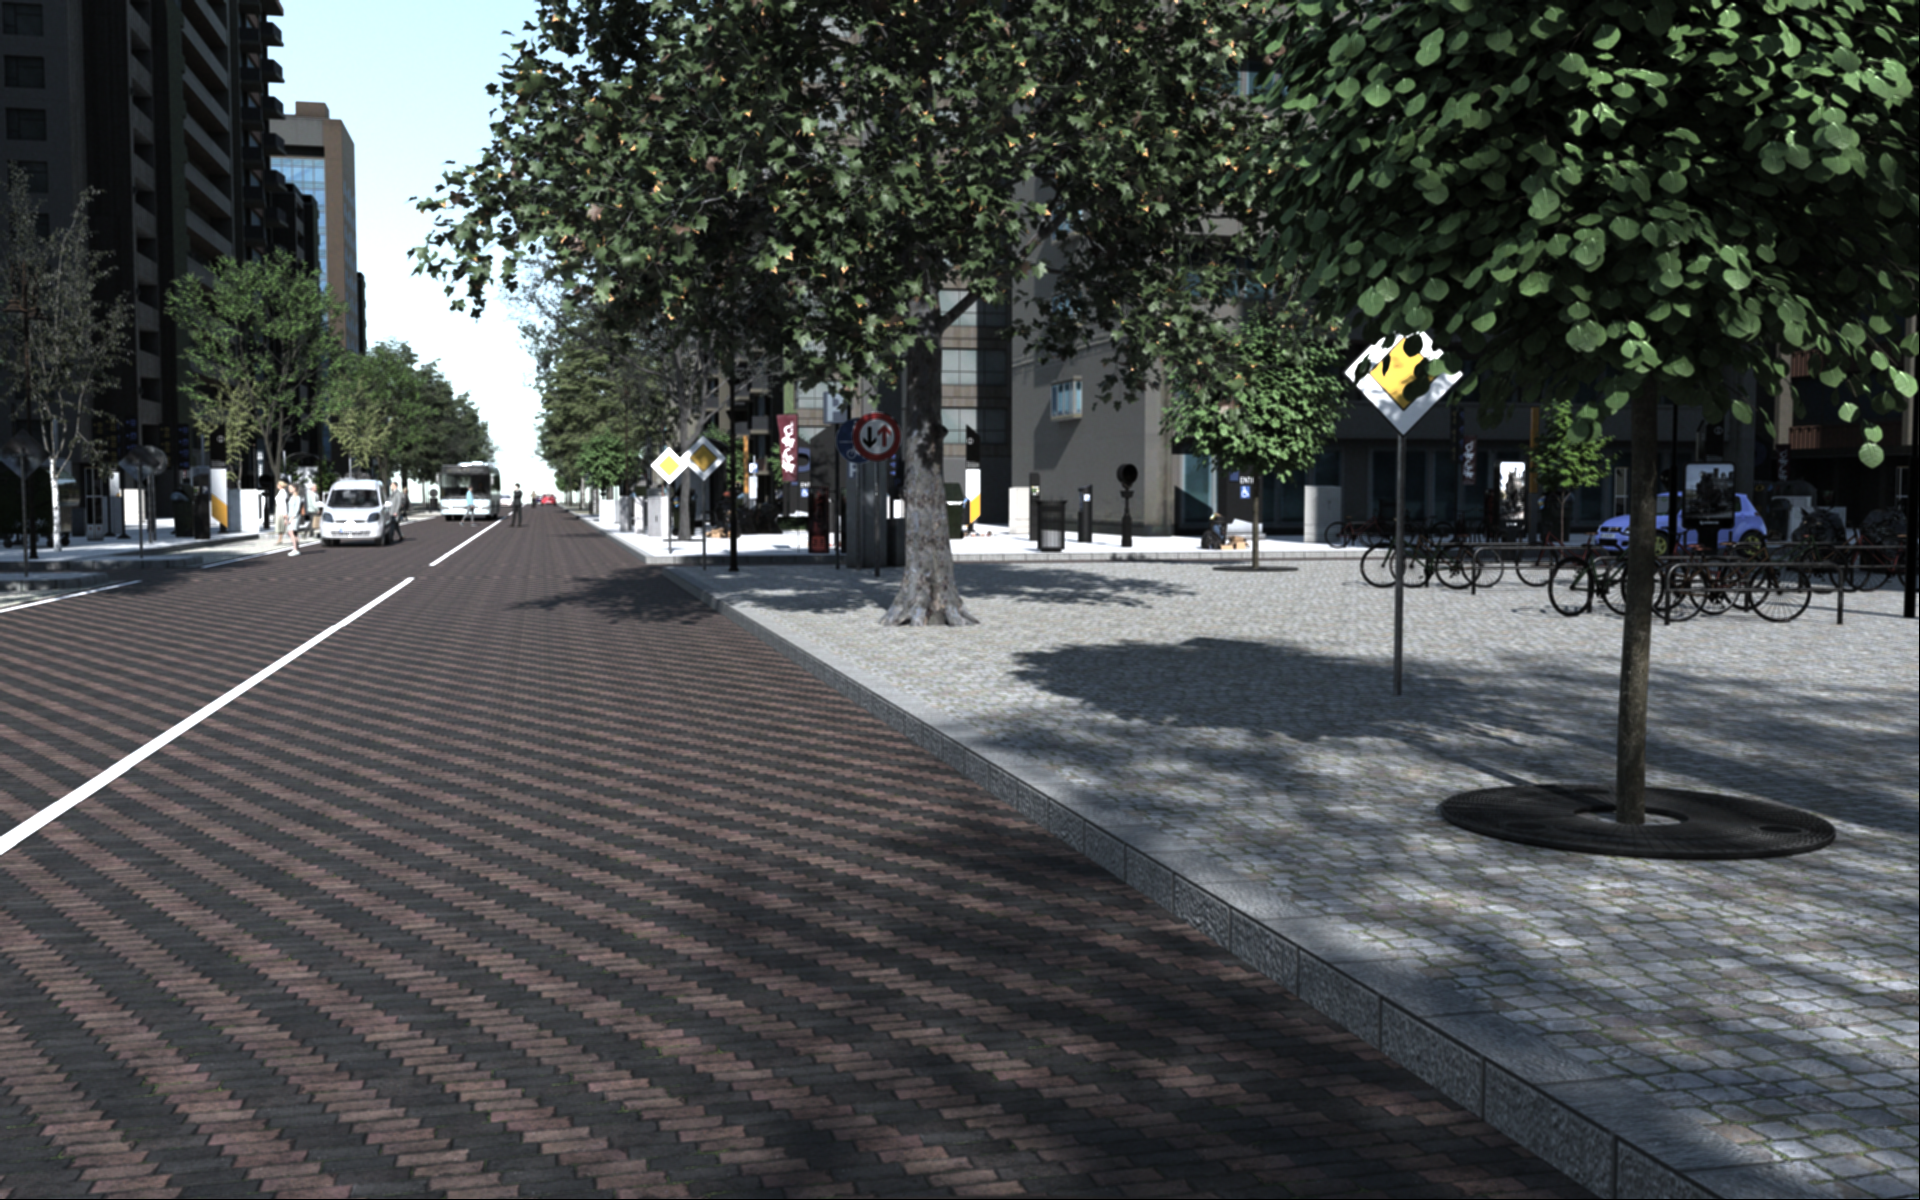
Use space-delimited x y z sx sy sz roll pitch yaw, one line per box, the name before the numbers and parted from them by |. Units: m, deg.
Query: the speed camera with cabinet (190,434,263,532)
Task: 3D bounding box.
speed camera with cabinet | -24.602 -3.890 57.932 2.038 3.252 0.660 -2 4 -35

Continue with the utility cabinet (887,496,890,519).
utility cabinet | -2.845 -2.893 58.470 1.020 1.237 0.306 -3 5 -40

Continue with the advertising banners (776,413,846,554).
advertising banners | -3.034 -2.524 37.460 2.074 3.025 0.090 1 4 21

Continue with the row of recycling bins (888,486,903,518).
row of recycling bins | -2.980 -5.194 92.039 1.069 1.692 3.534 1 4 19

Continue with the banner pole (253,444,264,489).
banner pole | -34.996 -5.894 86.388 0.863 3.779 0.401 2 4 26

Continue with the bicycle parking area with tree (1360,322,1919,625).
bicycle parking area with tree | 9.545 -2.049 20.506 9.016 4.147 8.231 1 4 9

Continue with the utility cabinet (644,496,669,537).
utility cabinet | -8.991 -2.474 51.603 0.306 1.237 1.020 -2 4 -33

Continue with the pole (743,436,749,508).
pole | -7.471 -4.081 60.574 0.158 3.312 0.155 0 3 0

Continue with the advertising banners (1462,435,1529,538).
advertising banners | 15.621 -3.332 50.673 2.074 3.025 0.090 2 4 31

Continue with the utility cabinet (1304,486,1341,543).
utility cabinet | 9.548 -2.255 45.541 1.173 1.500 0.318 -3 5 -40

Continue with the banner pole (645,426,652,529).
banner pole | -11.438 -4.506 63.693 0.401 3.779 0.863 -2 4 -25

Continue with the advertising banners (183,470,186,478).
advertising banners | -29.125 -4.201 64.877 0.090 3.025 2.074 -2 4 -29

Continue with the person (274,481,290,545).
person | -18.789 -2.413 48.186 0.641 1.798 0.478 0 3 0

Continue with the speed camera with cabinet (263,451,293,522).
speed camera with cabinet | -31.310 -5.141 78.395 2.038 3.252 0.660 -1 4 -11

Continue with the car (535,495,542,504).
car | -62.471 -15.031 258.331 1.945 1.354 3.894 -1 4 -15

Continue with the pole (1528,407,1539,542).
pole | 13.475 -2.865 40.687 0.158 3.312 0.155 0 3 0

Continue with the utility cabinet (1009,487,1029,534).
utility cabinet | 2.000 -2.840 55.109 0.318 1.500 1.173 3 4 36

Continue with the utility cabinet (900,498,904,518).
utility cabinet | -1.741 -3.576 67.143 1.173 1.500 0.318 -2 4 -30

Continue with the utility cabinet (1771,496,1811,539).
utility cabinet | 23.669 -2.336 49.357 0.306 1.237 1.020 -3 4 -36

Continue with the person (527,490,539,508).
person | -43.529 -10.292 176.779 1.348 1.823 0.705 1 4 17

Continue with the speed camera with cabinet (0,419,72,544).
speed camera with cabinet | -23.966 -3.064 44.432 2.038 3.252 0.660 -1 4 -9

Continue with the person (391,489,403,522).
person | -28.773 -4.860 88.301 0.623 1.781 0.721 2 4 24

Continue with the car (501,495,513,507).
car | -51.441 -11.201 195.494 2.083 1.381 4.827 -1 4 -13

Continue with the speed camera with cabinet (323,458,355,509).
speed camera with cabinet | -34.562 -6.244 96.427 2.038 3.252 0.660 2 4 28

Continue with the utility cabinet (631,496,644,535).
utility cabinet | -10.230 -2.701 55.324 0.306 1.237 1.020 0 4 -6

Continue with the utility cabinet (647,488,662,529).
utility cabinet | -10.919 -3.249 61.800 0.318 1.500 1.173 -1 4 -22

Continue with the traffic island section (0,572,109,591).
traffic island section | -14.505 -0.280 26.865 2.009 0.180 2.903 -1 4 -14

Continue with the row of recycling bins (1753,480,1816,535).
row of recycling bins | 25.595 -2.854 53.779 1.069 1.692 3.534 0 4 7

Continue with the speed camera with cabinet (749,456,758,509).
speed camera with cabinet | -10.908 -5.818 89.464 0.660 3.252 2.038 -1 4 -15

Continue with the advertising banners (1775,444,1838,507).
advertising banners | 29.252 -3.897 59.906 2.074 3.025 0.090 3 5 41

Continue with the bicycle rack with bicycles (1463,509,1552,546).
bicycle rack with bicycles | 13.386 -1.784 42.551 2.852 0.926 2.925 1 4 14

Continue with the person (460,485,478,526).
person | -22.175 -4.270 78.178 0.748 1.841 0.638 0 4 0

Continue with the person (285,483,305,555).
person | -15.648 -1.909 40.718 0.512 1.701 0.522 3 5 44

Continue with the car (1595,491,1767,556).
car | 16.141 -1.792 38.888 3.694 1.707 1.945 -1 4 -14

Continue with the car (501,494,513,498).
car | -54.655 -12.109 207.764 2.009 1.686 4.222 -1 4 -14

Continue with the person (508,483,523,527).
person | -19.426 -4.154 75.778 0.648 1.900 0.474 3 4 38

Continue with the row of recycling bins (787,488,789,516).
row of recycling bins | -6.214 -4.315 77.667 3.534 1.692 1.069 2 4 25

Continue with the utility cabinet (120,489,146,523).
utility cabinet | -36.684 -4.160 76.698 1.173 1.500 0.318 1 4 14

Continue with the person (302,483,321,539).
person | -20.437 -2.794 54.667 0.515 1.767 0.782 -3 5 -40

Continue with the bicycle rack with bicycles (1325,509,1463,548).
bicycle rack with bicycles | 10.397 -1.726 41.607 2.925 0.926 2.852 1 4 20

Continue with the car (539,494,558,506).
car | -49.722 -12.244 209.227 2.155 1.783 4.494 -1 4 -14

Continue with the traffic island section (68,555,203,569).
traffic island section | -16.385 -0.755 34.627 2.009 0.180 2.903 -1 4 -14

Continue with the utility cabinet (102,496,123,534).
utility cabinet | -27.186 -2.717 55.581 0.306 1.237 1.020 -3 5 -43

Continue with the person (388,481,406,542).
person | -17.122 -2.677 52.370 0.767 1.812 0.694 -3 4 -36

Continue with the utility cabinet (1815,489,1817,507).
utility cabinet | 31.102 -3.339 63.271 0.318 1.500 1.173 2 4 30

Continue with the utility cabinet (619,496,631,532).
utility cabinet | -11.516 -2.971 59.739 0.306 1.237 1.020 0 4 -4

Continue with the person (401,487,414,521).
person | -28.951 -5.005 90.513 0.728 1.800 0.709 2 4 31
